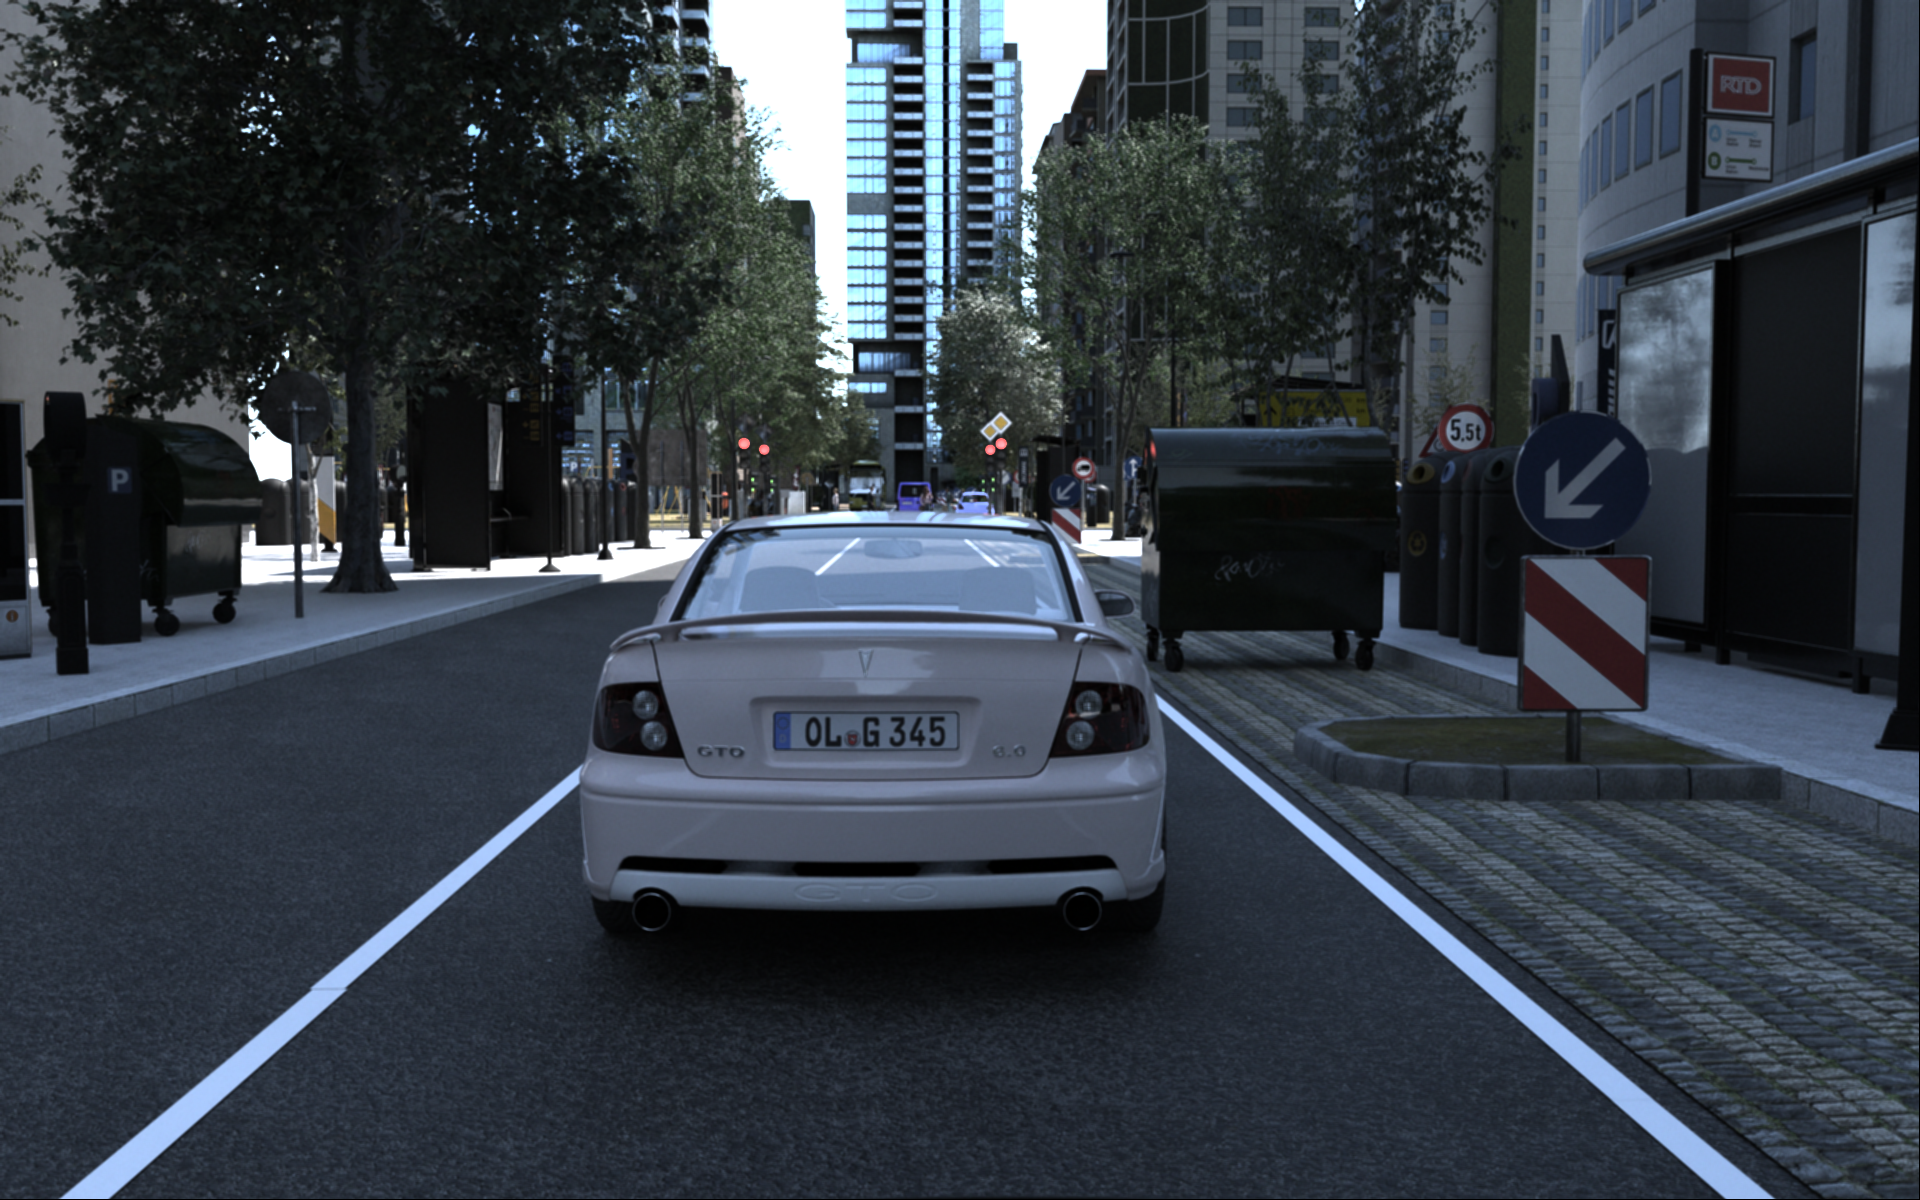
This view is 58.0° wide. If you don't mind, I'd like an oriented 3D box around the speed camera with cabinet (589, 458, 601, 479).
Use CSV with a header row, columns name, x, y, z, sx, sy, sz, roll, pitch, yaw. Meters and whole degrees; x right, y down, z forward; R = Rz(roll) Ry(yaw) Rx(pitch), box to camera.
name,x,y,z,sx,sy,sz,roll,pitch,yaw
speed camera with cabinet,-20.426,-6.181,95.396,0.660,3.252,2.038,1,4,17

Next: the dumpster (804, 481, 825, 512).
name,x,y,z,sx,sy,sz,roll,pitch,yaw
dumpster,-10.514,-7.501,125.130,1.502,2.255,1.985,0,4,-2

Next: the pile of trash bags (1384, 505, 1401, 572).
name,x,y,z,sx,sy,sz,roll,pitch,yaw
pile of trash bags,6.819,-1.136,28.330,1.912,1.369,3.447,-1,4,-14

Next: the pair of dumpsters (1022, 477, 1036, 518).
name,x,y,z,sx,sy,sz,roll,pitch,yaw
pair of dumpsters,4.256,-5.619,94.371,1.574,2.255,4.437,0,4,-2

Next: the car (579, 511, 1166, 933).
name,x,y,z,sx,sy,sz,roll,pitch,yaw
car,-0.271,0.325,7.043,2.083,1.381,4.827,0,4,0

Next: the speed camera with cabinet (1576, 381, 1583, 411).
name,x,y,z,sx,sy,sz,roll,pitch,yaw
speed camera with cabinet,11.584,-2.207,30.417,2.038,3.252,0.660,1,4,23

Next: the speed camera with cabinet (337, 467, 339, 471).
name,x,y,z,sx,sy,sz,roll,pitch,yaw
speed camera with cabinet,-45.307,-7.945,124.232,2.038,3.252,0.660,-1,4,-19

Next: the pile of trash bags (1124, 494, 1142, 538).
name,x,y,z,sx,sy,sz,roll,pitch,yaw
pile of trash bags,5.688,-2.601,52.280,1.912,1.369,3.447,0,4,3

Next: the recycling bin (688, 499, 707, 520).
name,x,y,z,sx,sy,sz,roll,pitch,yaw
recycling bin,-12.850,-4.415,84.733,0.722,1.027,0.722,-2,4,-29

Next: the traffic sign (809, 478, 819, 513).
name,x,y,z,sx,sy,sz,roll,pitch,yaw
traffic sign,-9.234,-6.590,107.747,0.884,2.594,0.081,0,4,0

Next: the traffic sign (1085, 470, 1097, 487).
name,x,y,z,sx,sy,sz,roll,pitch,yaw
traffic sign,5.929,-4.886,79.996,0.768,2.556,0.104,0,4,7

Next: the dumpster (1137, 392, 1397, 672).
name,x,y,z,sx,sy,sz,roll,pitch,yaw
dumpster,2.473,-0.573,14.324,1.985,2.255,1.502,0,4,-2

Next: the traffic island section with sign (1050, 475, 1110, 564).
name,x,y,z,sx,sy,sz,roll,pitch,yaw
traffic island section with sign,2.043,-1.690,36.259,1.989,1.847,2.006,0,4,-2

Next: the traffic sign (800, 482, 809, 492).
name,x,y,z,sx,sy,sz,roll,pitch,yaw
traffic sign,-11.458,-7.810,127.693,0.884,2.594,0.081,0,4,3

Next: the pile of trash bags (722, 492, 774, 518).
name,x,y,z,sx,sy,sz,roll,pitch,yaw
pile of trash bags,-10.805,-4.732,87.117,3.447,1.369,1.912,-1,4,-23

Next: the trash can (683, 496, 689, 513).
name,x,y,z,sx,sy,sz,roll,pitch,yaw
trash can,-18.292,-6.305,114.737,0.748,1.137,0.748,0,3,0

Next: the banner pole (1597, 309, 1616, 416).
name,x,y,z,sx,sy,sz,roll,pitch,yaw
banner pole,7.999,-1.876,20.694,0.863,3.779,0.401,0,4,3

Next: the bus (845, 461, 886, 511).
name,x,y,z,sx,sy,sz,roll,pitch,yaw
bus,-6.973,-8.516,130.776,2.896,3.916,12.252,0,4,-1

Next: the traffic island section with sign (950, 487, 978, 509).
name,x,y,z,sx,sy,sz,roll,pitch,yaw
traffic island section with sign,0.478,-5.084,91.754,1.989,1.847,2.006,0,4,-2

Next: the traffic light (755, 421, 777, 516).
name,x,y,z,sx,sy,sz,roll,pitch,yaw
traffic light,-7.470,-4.747,66.530,0.839,4.253,0.868,0,4,-2

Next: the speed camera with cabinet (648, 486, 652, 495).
name,x,y,z,sx,sy,sz,roll,pitch,yaw
speed camera with cabinet,-25.216,-8.895,139.769,0.660,3.252,2.038,-1,4,-11

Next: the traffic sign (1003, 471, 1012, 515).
name,x,y,z,sx,sy,sz,roll,pitch,yaw
traffic sign,2.429,-5.736,93.887,0.768,2.556,0.104,0,4,6

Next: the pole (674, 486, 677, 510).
name,x,y,z,sx,sy,sz,roll,pitch,yaw
pole,-23.000,-8.940,140.014,0.158,3.312,0.155,0,3,0

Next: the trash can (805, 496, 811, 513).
name,x,y,z,sx,sy,sz,roll,pitch,yaw
trash can,-11.870,-7.359,131.967,0.748,1.137,0.748,0,3,0

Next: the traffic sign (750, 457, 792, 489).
name,x,y,z,sx,sy,sz,roll,pitch,yaw
traffic sign,-10.263,-6.135,94.176,2.265,3.308,0.079,0,4,1

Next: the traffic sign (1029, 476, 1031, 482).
name,x,y,z,sx,sy,sz,roll,pitch,yaw
traffic sign,4.848,-7.293,119.339,0.768,2.556,0.104,0,4,7

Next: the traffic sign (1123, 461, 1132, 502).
name,x,y,z,sx,sy,sz,roll,pitch,yaw
traffic sign,6.317,-4.026,65.923,0.768,2.556,0.104,0,4,5

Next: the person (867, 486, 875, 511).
name,x,y,z,sx,sy,sz,roll,pitch,yaw
person,-4.752,-5.223,93.672,0.755,1.850,0.659,2,4,30

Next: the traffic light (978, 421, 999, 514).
name,x,y,z,sx,sy,sz,roll,pitch,yaw
traffic light,1.137,-4.763,66.788,0.839,4.253,0.868,0,4,-2

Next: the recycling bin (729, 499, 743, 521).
name,x,y,z,sx,sy,sz,roll,pitch,yaw
recycling bin,-10.554,-4.263,82.248,0.722,1.027,0.722,-1,4,-17

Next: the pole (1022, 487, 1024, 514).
name,x,y,z,sx,sy,sz,roll,pitch,yaw
pole,4.089,-7.177,111.183,0.158,3.312,0.155,0,3,0

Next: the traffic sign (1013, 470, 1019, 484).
name,x,y,z,sx,sy,sz,roll,pitch,yaw
traffic sign,3.085,-5.388,88.199,0.768,2.556,0.104,0,4,0

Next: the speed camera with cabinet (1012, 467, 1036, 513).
name,x,y,z,sx,sy,sz,roll,pitch,yaw
speed camera with cabinet,4.669,-7.708,120.358,2.038,3.252,0.660,1,4,16

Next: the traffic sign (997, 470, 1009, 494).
name,x,y,z,sx,sy,sz,roll,pitch,yaw
traffic sign,2.237,-5.622,92.029,0.768,2.556,0.104,0,4,4

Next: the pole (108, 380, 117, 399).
name,x,y,z,sx,sy,sz,roll,pitch,yaw
pole,-15.116,-2.273,31.001,0.158,3.312,0.155,0,3,0

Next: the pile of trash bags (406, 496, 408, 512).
name,x,y,z,sx,sy,sz,roll,pitch,yaw
pile of trash bags,-39.923,-6.846,121.687,3.447,1.369,1.912,2,4,32

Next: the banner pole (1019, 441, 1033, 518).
name,x,y,z,sx,sy,sz,roll,pitch,yaw
banner pole,3.087,-5.486,79.707,0.863,3.779,0.401,-1,4,-17

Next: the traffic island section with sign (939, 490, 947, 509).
name,x,y,z,sx,sy,sz,roll,pitch,yaw
traffic island section with sign,-0.287,-6.732,118.699,1.989,1.847,2.006,0,4,-2

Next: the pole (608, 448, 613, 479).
name,x,y,z,sx,sy,sz,roll,pitch,yaw
pole,-15.537,-5.086,77.001,0.158,3.312,0.155,0,3,0

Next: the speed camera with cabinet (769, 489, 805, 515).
name,x,y,z,sx,sy,sz,roll,pitch,yaw
speed camera with cabinet,-10.026,-6.482,100.314,2.038,3.252,0.660,0,4,2

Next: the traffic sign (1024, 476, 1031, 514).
name,x,y,z,sx,sy,sz,roll,pitch,yaw
traffic sign,4.129,-6.762,110.657,0.768,2.556,0.104,0,4,5

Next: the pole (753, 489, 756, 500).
name,x,y,z,sx,sy,sz,roll,pitch,yaw
pole,-13.008,-7.084,109.662,0.158,3.312,0.155,0,3,0

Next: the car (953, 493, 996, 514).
name,x,y,z,sx,sy,sz,roll,pitch,yaw
car,0.656,-4.210,78.423,1.945,1.707,3.694,0,4,-1

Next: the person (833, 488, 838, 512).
name,x,y,z,sx,sy,sz,roll,pitch,yaw
person,-6.366,-4.948,90.066,0.598,1.740,0.731,-2,4,-24

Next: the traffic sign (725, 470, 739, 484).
name,x,y,z,sx,sy,sz,roll,pitch,yaw
traffic sign,-12.000,-5.574,91.234,0.768,2.556,0.104,0,4,4

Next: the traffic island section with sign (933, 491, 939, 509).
name,x,y,z,sx,sy,sz,roll,pitch,yaw
traffic island section with sign,-1.694,-9.785,168.618,1.989,1.847,2.006,0,4,-2

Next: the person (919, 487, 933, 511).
name,x,y,z,sx,sy,sz,roll,pitch,yaw
person,-1.532,-3.967,73.947,0.593,1.750,0.643,-2,4,-33

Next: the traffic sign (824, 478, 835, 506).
name,x,y,z,sx,sy,sz,roll,pitch,yaw
traffic sign,-9.270,-7.472,123.345,0.795,2.450,0.064,0,4,4

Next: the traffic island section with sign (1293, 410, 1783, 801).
name,x,y,z,sx,sy,sz,roll,pitch,yaw
traffic island section with sign,2.821,-0.022,8.980,1.989,1.847,2.006,0,4,-2

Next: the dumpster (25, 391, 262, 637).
name,x,y,z,sx,sy,sz,roll,pitch,yaw
dumpster,-7.671,-0.844,16.296,1.502,2.255,1.985,0,4,-2

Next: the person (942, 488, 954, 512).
name,x,y,z,sx,sy,sz,roll,pitch,yaw
person,-0.777,-6.173,109.410,0.713,1.824,0.794,1,4,23

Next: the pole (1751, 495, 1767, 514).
name,x,y,z,sx,sy,sz,roll,pitch,yaw
pole,11.759,-1.934,25.456,0.158,3.312,0.155,0,3,0

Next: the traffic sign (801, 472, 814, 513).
name,x,y,z,sx,sy,sz,roll,pitch,yaw
traffic sign,-8.746,-6.061,99.208,0.768,2.556,0.104,0,4,3

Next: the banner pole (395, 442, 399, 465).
name,x,y,z,sx,sy,sz,roll,pitch,yaw
banner pole,-27.005,-5.701,83.231,0.401,3.779,0.863,-1,4,-9

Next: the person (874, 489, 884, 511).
name,x,y,z,sx,sy,sz,roll,pitch,yaw
person,-5.752,-7.011,123.495,0.716,1.782,0.532,0,4,1

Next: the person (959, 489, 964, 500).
name,x,y,z,sx,sy,sz,roll,pitch,yaw
person,0.212,-6.601,116.849,0.576,1.772,0.534,0,4,-5
